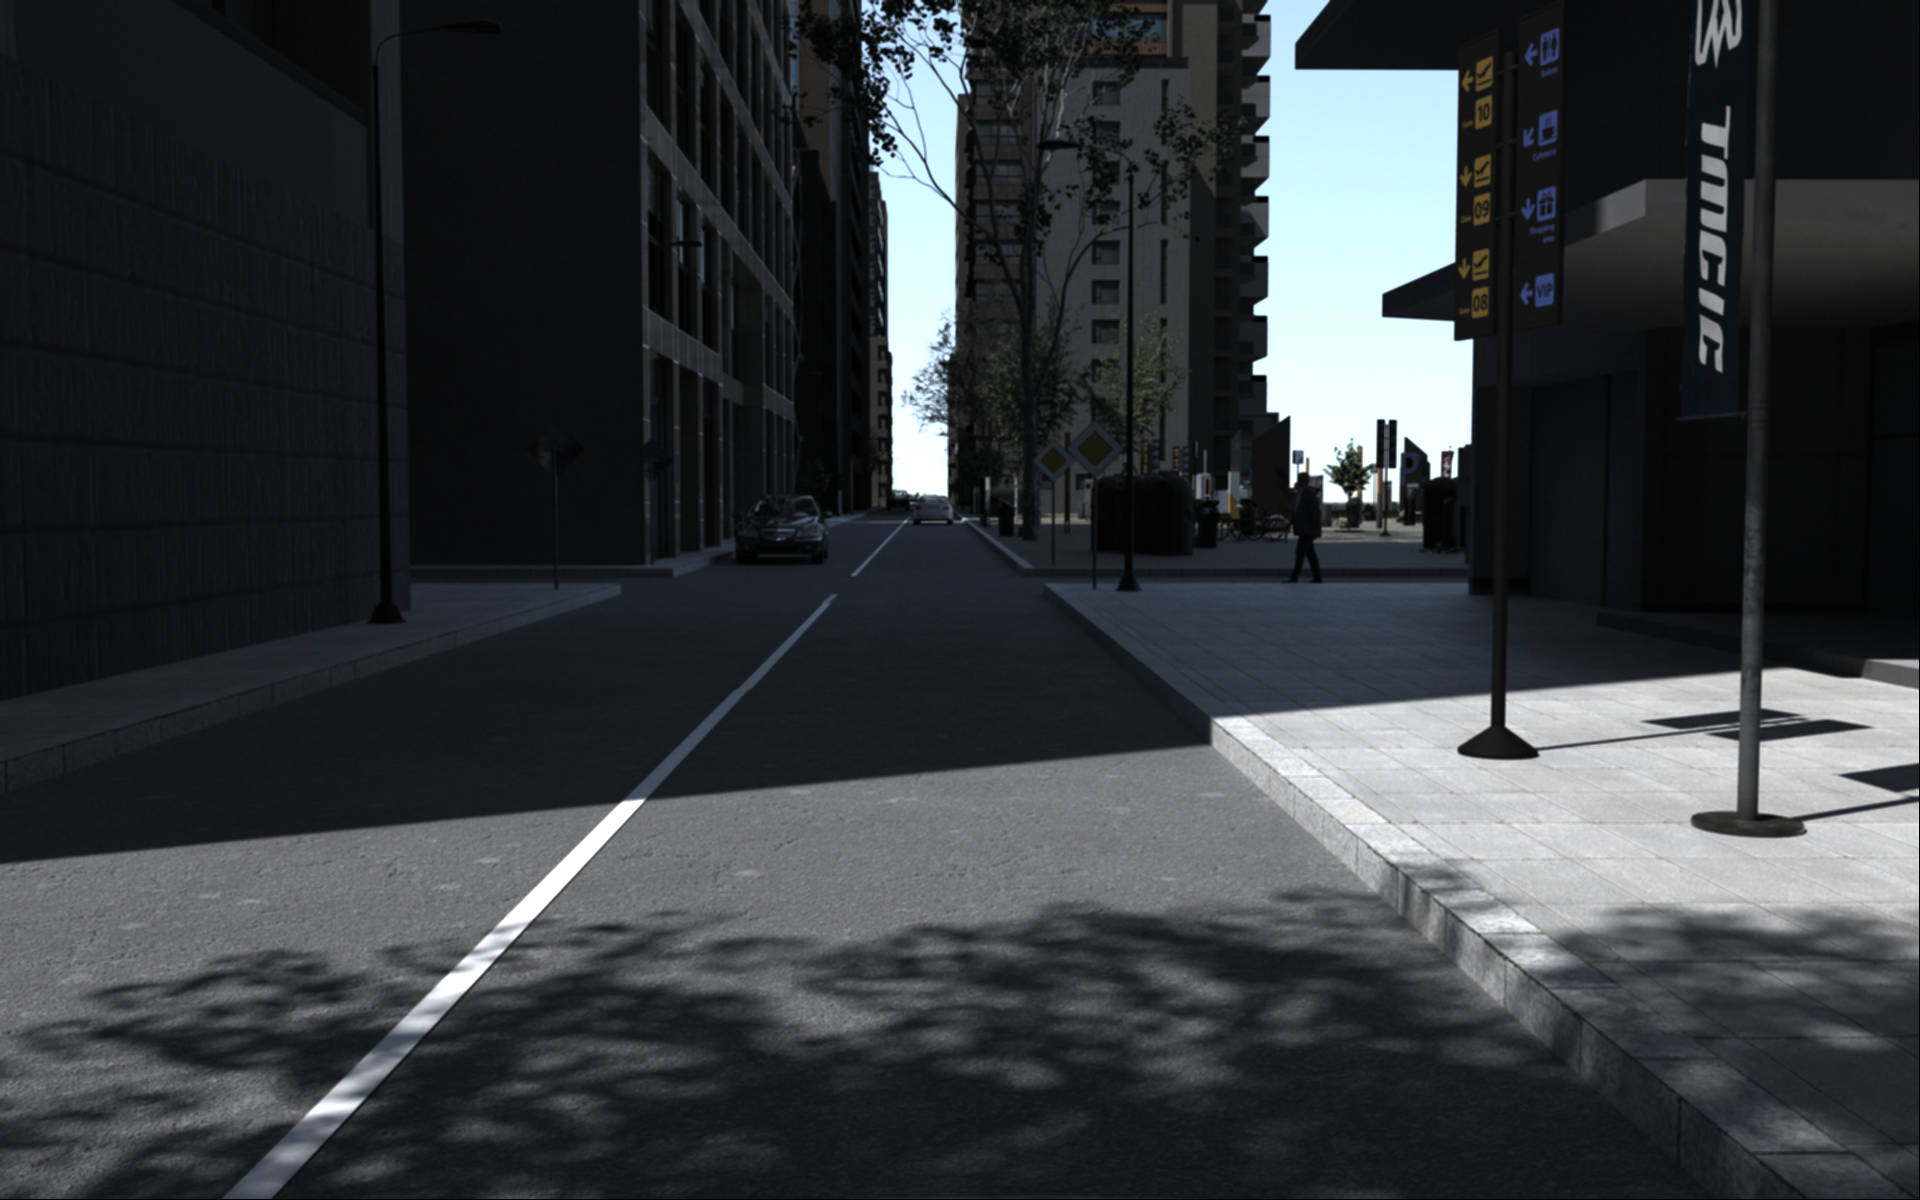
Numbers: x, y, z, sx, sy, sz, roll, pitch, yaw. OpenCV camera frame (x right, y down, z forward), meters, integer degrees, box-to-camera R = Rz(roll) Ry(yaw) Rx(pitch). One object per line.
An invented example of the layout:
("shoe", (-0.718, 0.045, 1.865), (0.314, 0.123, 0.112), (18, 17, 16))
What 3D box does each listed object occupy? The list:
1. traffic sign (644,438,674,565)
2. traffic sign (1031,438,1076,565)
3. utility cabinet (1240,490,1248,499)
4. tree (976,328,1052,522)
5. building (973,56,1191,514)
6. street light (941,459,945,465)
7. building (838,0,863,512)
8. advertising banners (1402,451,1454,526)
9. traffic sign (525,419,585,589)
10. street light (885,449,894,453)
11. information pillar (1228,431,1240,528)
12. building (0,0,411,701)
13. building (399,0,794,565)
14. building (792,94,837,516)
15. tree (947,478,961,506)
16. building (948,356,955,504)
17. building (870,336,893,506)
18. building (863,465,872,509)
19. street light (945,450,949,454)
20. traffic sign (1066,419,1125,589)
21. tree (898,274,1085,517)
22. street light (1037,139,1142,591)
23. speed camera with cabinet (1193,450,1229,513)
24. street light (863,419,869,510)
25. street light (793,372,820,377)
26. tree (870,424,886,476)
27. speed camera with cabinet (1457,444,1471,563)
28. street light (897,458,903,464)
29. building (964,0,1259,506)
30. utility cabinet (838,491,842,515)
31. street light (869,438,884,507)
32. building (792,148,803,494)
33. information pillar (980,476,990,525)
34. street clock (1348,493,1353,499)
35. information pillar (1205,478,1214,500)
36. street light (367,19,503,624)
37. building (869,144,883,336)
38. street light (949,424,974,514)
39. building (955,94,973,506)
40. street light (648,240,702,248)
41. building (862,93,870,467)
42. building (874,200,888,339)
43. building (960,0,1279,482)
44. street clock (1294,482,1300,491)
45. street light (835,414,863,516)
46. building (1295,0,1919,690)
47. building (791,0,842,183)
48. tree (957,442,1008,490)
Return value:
("traffic sign", (-5.557, -1.687, 31.226), (0.795, 2.450, 0.064), (0, 4, -1))
("traffic sign", (1.687, -1.693, 31.322), (0.795, 2.450, 0.064), (0, 4, -1))
("utility cabinet", (15.729, -5.478, 98.237), (1.173, 1.500, 0.318), (-1, 4, -11))
("tree", (2.774, -7.808, 78.026), (4.737, 8.622, 4.395), (0, 3, 0))
("building", (7.853, -21.199, 118.310), (14.160, 30.474, 14.107), (0, 4, -1))
("street light", (-0.981, -12.856, 182.735), (1.470, 5.913, 1.316), (0, 4, -1))
("building", (-18.505, -31.068, 131.661), (21.300, 48.544, 21.600), (0, 4, -1))
("advertising banners", (18.998, -4.532, 70.293), (2.074, 3.025, 0.090), (0, 4, 2))
("traffic sign", (-5.428, -1.199, 23.242), (0.795, 2.450, 0.064), (0, 4, -1))
("street light", (-7.746, -12.536, 177.496), (1.470, 5.913, 1.316), (0, 4, -1))
("information pillar", (10.128, -4.435, 63.872), (0.504, 3.616, 0.183), (-2, 4, -31))
("building", (-19.996, -28.786, 12.653), (28.212, 58.520, 21.231), (0, 4, -1))
("building", (-15.564, -14.850, 47.312), (19.350, 26.468, 34.151), (0, 4, -1))
("building", (-13.363, -16.230, 95.040), (12.332, 23.373, 15.834), (0, 4, -1))
("tree", (-0.358, -11.970, 190.317), (1.663, 3.219, 1.824), (0, 3, 0))
("building", (12.325, -23.401, 227.641), (27.650, 21.520, 28.899), (0, 4, -1))
("building", (-22.078, -21.967, 204.206), (27.650, 21.520, 28.899), (0, 4, -1))
("building", (-18.250, -43.681, 152.443), (20.563, 71.187, 20.611), (0, 4, -1))
("street light", (-0.292, -10.742, 148.174), (1.470, 5.913, 1.316), (0, 4, -1))
("traffic sign", (1.815, -1.205, 23.338), (0.795, 2.450, 0.064), (0, 4, -1))
("tree", (1.710, -11.368, 96.231), (12.009, 13.543, 11.850), (0, 3, 0))
("street light", (1.706, -3.078, 22.872), (1.470, 5.913, 1.316), (0, 4, -1))
("speed camera with cabinet", (11.498, -5.171, 78.884), (2.038, 3.252, 0.660), (-3, 5, -39))
("street light", (-6.559, -8.260, 107.594), (1.470, 5.913, 1.316), (0, 4, -1))
("street light", (-6.028, -5.730, 66.219), (1.470, 5.913, 1.316), (0, 4, -1))
("tree", (-9.677, -14.189, 182.344), (4.737, 8.622, 4.395), (0, 3, 0))
("speed camera with cabinet", (10.145, -2.279, 31.592), (2.038, 3.252, 0.660), (3, 5, 43))
("street light", (-8.493, -15.469, 225.458), (1.470, 5.913, 1.316), (0, 4, -1))
("building", (11.503, -29.649, 139.382), (22.147, 44.769, 28.867), (0, 4, -1))
("utility cabinet", (-7.490, -5.880, 104.819), (0.318, 1.500, 1.173), (-2, 4, -26))
("street light", (-7.233, -10.417, 142.854), (1.470, 5.913, 1.316), (0, 4, -1))
("building", (-15.203, -12.588, 73.272), (16.820, 18.784, 16.811), (0, 4, -1))
("information pillar", (1.017, -4.081, 71.224), (0.304, 2.012, 0.304), (-3, 5, -40))
("street clock", (22.975, -5.958, 101.982), (0.358, 2.002, 0.471), (3, 5, 42))
("information pillar", (11.124, -4.446, 77.180), (0.304, 2.012, 0.304), (-3, 5, -39))
("street light", (-5.177, -2.725, 17.099), (1.470, 5.913, 1.316), (0, 4, -1))
("building", (-21.742, -37.516, 232.997), (23.786, 49.044, 30.456), (0, 4, -1))
("street light", (0.200, -8.644, 113.867), (1.470, 5.913, 1.316), (0, 4, -1))
("building", (10.228, -35.330, 201.353), (21.300, 48.544, 21.600), (0, 4, -1))
("street light", (-5.406, -3.624, 31.789), (1.470, 5.913, 1.316), (0, 4, -1))
("building", (-16.172, -29.831, 171.330), (14.154, 41.232, 14.086), (0, 4, -1))
("building", (-17.694, -37.086, 256.467), (14.600, 45.320, 14.200), (0, 4, -1))
("building", (14.621, -35.417, 168.307), (28.713, 52.752, 27.495), (0, 4, -1))
("street clock", (20.758, -6.237, 106.548), (0.358, 2.002, 0.471), (3, 5, 43))
("street light", (-6.572, -7.828, 100.526), (1.470, 5.913, 1.316), (0, 4, -1))
("building", (17.811, -25.651, 8.636), (28.713, 52.752, 27.495), (0, 4, -1))
("building", (-15.016, -28.327, 113.253), (14.600, 45.320, 14.200), (0, 4, -1))
("tree", (1.466, -7.713, 109.824), (4.285, 4.588, 4.351), (0, 3, 0))
